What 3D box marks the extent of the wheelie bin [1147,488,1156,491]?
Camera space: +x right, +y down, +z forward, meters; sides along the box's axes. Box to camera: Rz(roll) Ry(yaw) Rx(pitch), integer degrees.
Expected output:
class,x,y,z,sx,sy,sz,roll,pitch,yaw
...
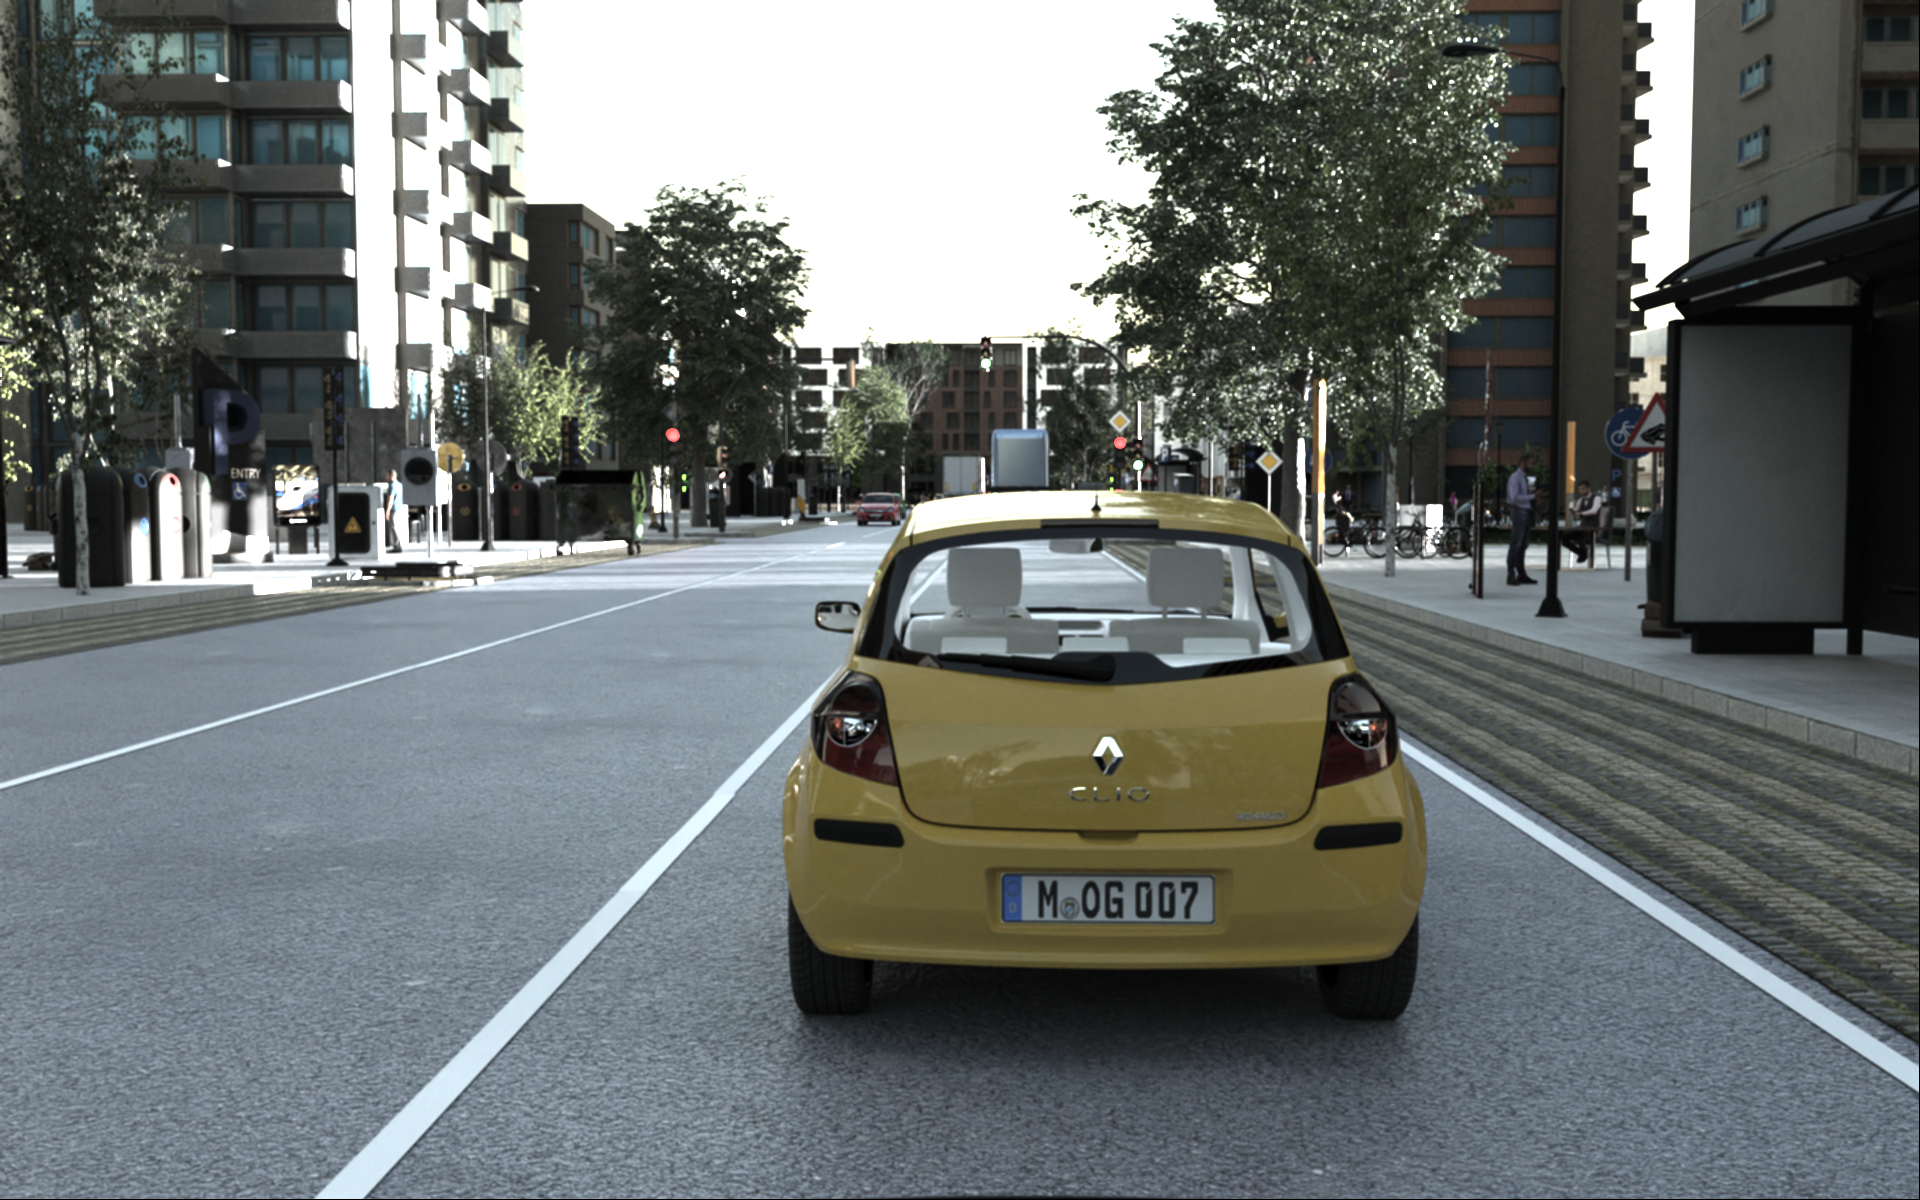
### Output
class,x,y,z,sx,sy,sz,roll,pitch,yaw
wheelie bin,11.810,-6.242,109.969,0.693,1.594,0.980,-1,4,-14

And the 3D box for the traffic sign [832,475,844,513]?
class,x,y,z,sx,sy,sz,roll,pitch,yaw
traffic sign,-8.146,-7.062,115.574,0.768,2.556,0.104,0,4,4

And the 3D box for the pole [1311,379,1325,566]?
class,x,y,z,sx,sy,sz,roll,pitch,yaw
pole,6.384,-2.264,30.867,0.158,3.312,0.155,0,3,0

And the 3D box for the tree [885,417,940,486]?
class,x,y,z,sx,sy,sz,roll,pitch,yaw
tree,-5.824,-16.733,207.994,7.601,10.594,8.767,0,4,-6

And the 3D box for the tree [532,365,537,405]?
class,x,y,z,sx,sy,sz,roll,pitch,yaw
tree,-20.217,-7.644,75.338,4.360,8.622,3.978,0,3,0

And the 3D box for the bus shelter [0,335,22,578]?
class,x,y,z,sx,sy,sz,roll,pitch,yaw
bus shelter,-15.116,-1.960,23.330,1.731,3.624,6.357,0,4,2

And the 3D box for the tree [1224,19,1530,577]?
class,x,y,z,sx,sy,sz,roll,pitch,yaw
tree,6.467,-4.674,26.779,4.737,8.622,4.395,0,3,0

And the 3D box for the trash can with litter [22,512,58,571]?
class,x,y,z,sx,sy,sz,roll,pitch,yaw
trash can with litter,-15.210,-1.081,29.063,1.055,1.170,0.624,0,4,4

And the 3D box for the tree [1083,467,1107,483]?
class,x,y,z,sx,sy,sz,roll,pitch,yaw
tree,9.406,-7.789,121.943,1.663,3.219,1.824,0,3,0

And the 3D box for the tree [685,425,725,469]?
class,x,y,z,sx,sy,sz,roll,pitch,yaw
tree,-18.685,-10.632,124.202,4.360,8.622,3.978,0,3,0

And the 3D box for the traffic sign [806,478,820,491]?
class,x,y,z,sx,sy,sz,roll,pitch,yaw
traffic sign,-9.438,-6.797,111.131,0.884,2.594,0.081,0,4,6

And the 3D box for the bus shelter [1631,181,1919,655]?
class,x,y,z,sx,sy,sz,roll,pitch,yaw
bus shelter,6.367,-1.064,11.323,2.014,3.302,5.546,0,4,2

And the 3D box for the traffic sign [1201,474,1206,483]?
class,x,y,z,sx,sy,sz,roll,pitch,yaw
traffic sign,11.089,-4.962,81.131,0.884,2.594,0.081,0,4,3

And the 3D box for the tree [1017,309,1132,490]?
class,x,y,z,sx,sy,sz,roll,pitch,yaw
tree,11.891,-19.519,175.031,12.611,20.169,13.585,0,3,0

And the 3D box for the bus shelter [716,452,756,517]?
class,x,y,z,sx,sy,sz,roll,pitch,yaw
bus shelter,-12.607,-6.592,99.068,1.731,3.624,6.357,0,4,2

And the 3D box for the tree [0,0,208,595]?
class,x,y,z,sx,sy,sz,roll,pitch,yaw
tree,-11.251,-4.354,21.543,4.360,8.622,3.978,0,3,0

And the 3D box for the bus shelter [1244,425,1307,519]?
class,x,y,z,sx,sy,sz,roll,pitch,yaw
bus shelter,11.153,-4.348,62.368,1.731,3.624,6.357,0,4,2

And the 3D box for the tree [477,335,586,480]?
class,x,y,z,sx,sy,sz,roll,pitch,yaw
tree,-20.332,-7.988,80.963,4.737,8.622,4.395,0,3,0

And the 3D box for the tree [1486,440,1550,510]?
class,x,y,z,sx,sy,sz,roll,pitch,yaw
tree,20.098,-4.097,61.591,1.663,3.219,1.824,0,3,0

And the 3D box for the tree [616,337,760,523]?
class,x,y,z,sx,sy,sz,roll,pitch,yaw
tree,-12.202,-7.747,77.029,4.737,8.622,4.395,0,3,0

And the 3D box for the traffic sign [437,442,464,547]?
class,x,y,z,sx,sy,sz,roll,pitch,yaw
traffic sign,-12.475,-2.580,42.294,0.768,2.556,0.104,1,4,11

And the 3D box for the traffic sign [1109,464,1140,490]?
class,x,y,z,sx,sy,sz,roll,pitch,yaw
traffic sign,11.081,-7.459,115.834,2.265,3.308,0.079,0,4,4

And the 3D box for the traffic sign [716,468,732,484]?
class,x,y,z,sx,sy,sz,roll,pitch,yaw
traffic sign,-11.054,-4.958,81.174,0.768,2.556,0.104,0,4,6

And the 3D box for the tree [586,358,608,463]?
class,x,y,z,sx,sy,sz,roll,pitch,yaw
tree,-19.828,-8.382,87.409,4.737,8.622,4.395,0,3,0

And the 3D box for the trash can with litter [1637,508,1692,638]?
class,x,y,z,sx,sy,sz,roll,pitch,yaw
trash can with litter,6.543,-0.270,15.796,0.624,1.170,1.055,2,4,28

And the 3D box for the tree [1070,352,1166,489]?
class,x,y,z,sx,sy,sz,roll,pitch,yaw
tree,8.725,-8.520,89.659,4.360,8.622,3.978,0,3,0

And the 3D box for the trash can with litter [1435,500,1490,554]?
class,x,y,z,sx,sy,sz,roll,pitch,yaw
trash can with litter,10.835,-1.587,37.329,1.055,1.170,0.624,-1,4,-23

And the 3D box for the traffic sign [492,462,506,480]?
class,x,y,z,sx,sy,sz,roll,pitch,yaw
traffic sign,-13.503,-3.060,50.136,0.768,2.556,0.104,0,4,6

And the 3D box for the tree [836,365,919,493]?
class,x,y,z,sx,sy,sz,roll,pitch,yaw
tree,-7.336,-14.317,152.210,7.486,12.596,7.792,0,3,0

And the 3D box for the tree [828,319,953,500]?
class,x,y,z,sx,sy,sz,roll,pitch,yaw
tree,-7.474,-20.312,187.984,12.611,20.169,13.585,0,3,0

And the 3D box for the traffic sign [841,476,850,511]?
class,x,y,z,sx,sy,sz,roll,pitch,yaw
traffic sign,-8.316,-7.648,125.158,0.768,2.556,0.104,0,4,7

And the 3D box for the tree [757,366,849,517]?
class,x,y,z,sx,sy,sz,roll,pitch,yaw
tree,-8.743,-9.048,98.289,4.360,8.622,3.978,0,3,0

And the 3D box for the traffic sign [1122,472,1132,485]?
class,x,y,z,sx,sy,sz,roll,pitch,yaw
traffic sign,9.596,-6.026,98.628,0.768,2.556,0.104,0,4,7

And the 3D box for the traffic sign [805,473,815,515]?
class,x,y,z,sx,sy,sz,roll,pitch,yaw
traffic sign,-9.295,-6.515,106.621,0.768,2.556,0.104,1,4,9

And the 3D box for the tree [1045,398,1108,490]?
class,x,y,z,sx,sy,sz,roll,pitch,yaw
tree,12.922,-17.253,199.088,9.611,12.733,9.660,0,3,0

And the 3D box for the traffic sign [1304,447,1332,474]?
class,x,y,z,sx,sy,sz,roll,pitch,yaw
traffic sign,9.543,-2.827,46.320,0.768,2.556,0.104,0,4,3

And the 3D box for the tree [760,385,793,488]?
class,x,y,z,sx,sy,sz,roll,pitch,yaw
tree,-12.491,-9.769,110.079,4.737,8.622,4.395,0,3,0

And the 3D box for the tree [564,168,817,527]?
class,x,y,z,sx,sy,sz,roll,pitch,yaw
tree,-10.348,-9.851,67.715,9.857,13.997,8.962,0,3,0

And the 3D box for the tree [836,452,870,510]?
class,x,y,z,sx,sy,sz,roll,pitch,yaw
tree,-8.763,-9.347,136.534,4.285,4.588,4.351,0,3,0

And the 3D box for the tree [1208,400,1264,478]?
class,x,y,z,sx,sy,sz,roll,pitch,yaw
tree,18.472,-10.050,114.684,4.360,8.622,3.978,0,3,0

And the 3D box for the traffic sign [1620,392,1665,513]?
class,x,y,z,sx,sy,sz,roll,pitch,yaw
traffic sign,8.901,-1.359,22.222,0.884,2.594,0.081,0,4,2

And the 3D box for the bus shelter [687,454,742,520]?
class,x,y,z,sx,sy,sz,roll,pitch,yaw
bus shelter,-12.662,-5.841,89.425,2.014,3.302,5.546,0,4,2

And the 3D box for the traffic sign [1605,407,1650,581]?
class,x,y,z,sx,sy,sz,roll,pitch,yaw
traffic sign,9.891,-1.558,25.583,0.768,2.556,0.104,0,4,6

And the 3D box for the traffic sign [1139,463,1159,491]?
class,x,y,z,sx,sy,sz,roll,pitch,yaw
traffic sign,7.811,-4.389,71.765,0.884,2.594,0.081,1,4,11

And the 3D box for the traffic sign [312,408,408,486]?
class,x,y,z,sx,sy,sz,roll,pitch,yaw
traffic sign,-14.134,-2.871,40.814,2.265,3.308,0.079,0,4,3

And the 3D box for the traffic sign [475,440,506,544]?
class,x,y,z,sx,sy,sz,roll,pitch,yaw
traffic sign,-11.040,-2.485,40.743,0.768,2.556,0.104,1,4,8

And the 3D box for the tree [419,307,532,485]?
class,x,y,z,sx,sy,sz,roll,pitch,yaw
tree,-19.681,-7.255,68.983,4.360,8.622,3.978,0,3,0

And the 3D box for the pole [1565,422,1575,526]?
class,x,y,z,sx,sy,sz,roll,pitch,yaw
pole,17.193,-3.362,48.804,0.158,3.312,0.155,0,3,0

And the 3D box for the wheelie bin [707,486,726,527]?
class,x,y,z,sx,sy,sz,roll,pitch,yaw
wheelie bin,-9.405,-3.617,67.039,0.693,1.594,0.980,0,4,3

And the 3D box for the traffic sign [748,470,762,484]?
class,x,y,z,sx,sy,sz,roll,pitch,yaw
traffic sign,-10.895,-5.638,91.916,0.795,2.593,0.064,0,4,4

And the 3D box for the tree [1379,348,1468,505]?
class,x,y,z,sx,sy,sz,roll,pitch,yaw
tree,21.162,-7.955,80.422,4.360,8.622,3.978,0,3,0

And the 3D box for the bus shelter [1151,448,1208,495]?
class,x,y,z,sx,sy,sz,roll,pitch,yaw
bus shelter,9.859,-5.154,78.197,2.014,3.302,5.546,0,4,2

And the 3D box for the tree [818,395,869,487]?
class,x,y,z,sx,sy,sz,roll,pitch,yaw
tree,-9.025,-10.957,129.509,4.737,8.622,4.395,0,3,0

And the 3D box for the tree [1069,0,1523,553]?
class,x,y,z,sx,sy,sz,roll,pitch,yaw
tree,7.125,-7.995,37.369,9.857,13.997,8.962,0,3,0

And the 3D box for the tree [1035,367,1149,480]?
class,x,y,z,sx,sy,sz,roll,pitch,yaw
tree,9.603,-11.746,126.453,8.767,10.594,7.601,0,4,6

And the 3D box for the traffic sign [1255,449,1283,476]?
class,x,y,z,sx,sy,sz,roll,pitch,yaw
traffic sign,8.741,-3.006,48.883,0.795,2.593,0.064,0,4,5

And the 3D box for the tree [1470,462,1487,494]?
class,x,y,z,sx,sy,sz,roll,pitch,yaw
tree,27.324,-5.829,89.901,1.663,3.219,1.824,0,3,0

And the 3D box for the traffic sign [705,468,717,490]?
class,x,y,z,sx,sy,sz,roll,pitch,yaw
traffic sign,-12.036,-5.098,83.465,0.768,2.556,0.104,1,4,11
